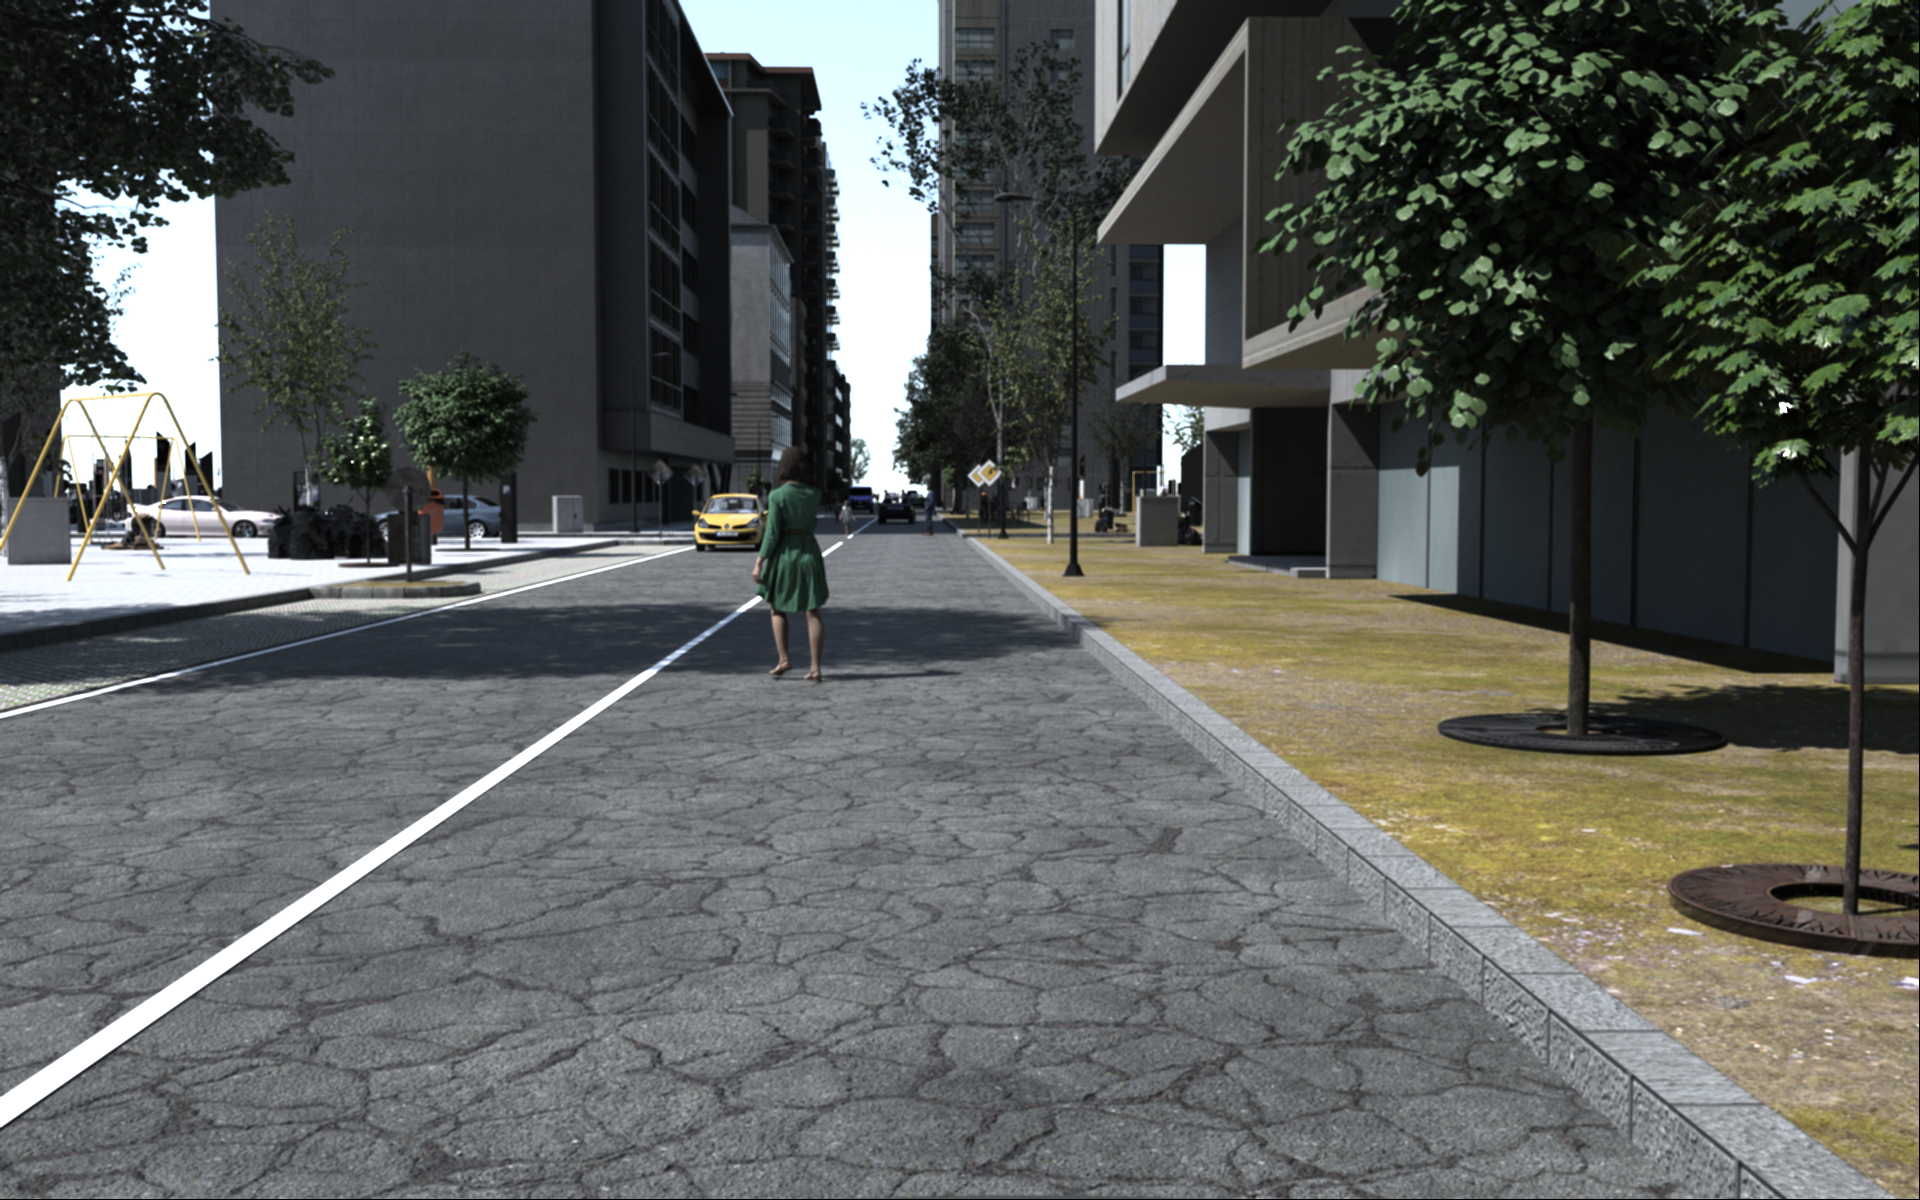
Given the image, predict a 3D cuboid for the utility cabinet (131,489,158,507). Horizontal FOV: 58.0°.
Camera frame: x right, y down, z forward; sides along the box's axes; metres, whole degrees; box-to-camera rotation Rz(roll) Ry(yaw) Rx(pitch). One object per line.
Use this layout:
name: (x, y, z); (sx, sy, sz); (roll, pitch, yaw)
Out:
utility cabinet: (-32.410, -3.699, 69.155); (1.173, 1.500, 0.318); (0, 4, -3)

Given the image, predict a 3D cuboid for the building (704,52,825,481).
building: (-25.234, -31.824, 174.947); (22.147, 44.769, 28.867); (0, 4, -2)

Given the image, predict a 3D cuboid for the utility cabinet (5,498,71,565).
utility cabinet: (-16.829, -1.252, 31.624); (1.020, 1.237, 0.306); (-2, 4, -32)

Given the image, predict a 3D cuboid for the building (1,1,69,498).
building: (-47.051, -16.825, 62.482); (23.554, 28.519, 14.401); (0, 4, -2)

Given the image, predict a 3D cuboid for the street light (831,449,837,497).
street light: (-13.568, -12.643, 179.248); (1.470, 5.913, 1.316); (0, 4, -2)

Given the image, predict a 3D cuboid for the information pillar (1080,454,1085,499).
information pillar: (7.202, -6.764, 101.953); (0.183, 3.616, 0.504); (-2, 4, -24)

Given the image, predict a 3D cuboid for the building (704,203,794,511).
building: (-17.021, -16.576, 120.171); (9.793, 20.994, 18.267); (0, 4, -2)

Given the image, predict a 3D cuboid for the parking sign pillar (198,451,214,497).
parking sign pillar: (-46.753, -7.238, 106.810); (1.447, 3.967, 1.447); (3, 4, 37)

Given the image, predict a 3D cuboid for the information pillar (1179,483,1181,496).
information pillar: (13.997, -6.452, 109.989); (0.304, 2.012, 0.304); (3, 4, 38)

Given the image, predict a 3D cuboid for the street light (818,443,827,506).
street light: (-12.898, -11.254, 156.536); (1.470, 5.913, 1.316); (0, 4, -2)

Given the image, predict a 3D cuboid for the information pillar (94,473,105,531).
information pillar: (-30.062, -3.426, 60.502); (0.304, 2.012, 0.304); (-2, 4, -27)

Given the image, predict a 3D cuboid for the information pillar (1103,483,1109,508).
information pillar: (9.913, -6.894, 117.205); (0.304, 2.012, 0.304); (-3, 5, -44)

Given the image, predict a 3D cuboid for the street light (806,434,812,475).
street light: (-12.288, -9.876, 134.011); (1.470, 5.913, 1.316); (0, 4, -2)

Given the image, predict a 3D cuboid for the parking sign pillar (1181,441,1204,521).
parking sign pillar: (11.360, -5.833, 83.844); (1.447, 3.967, 1.447); (1, 4, 22)

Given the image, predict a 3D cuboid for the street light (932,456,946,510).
street light: (-1.811, -10.287, 140.733); (1.470, 5.913, 1.316); (0, 4, -2)

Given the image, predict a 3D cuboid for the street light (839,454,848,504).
street light: (-14.105, -14.020, 201.775); (1.470, 5.913, 1.316); (0, 4, -2)

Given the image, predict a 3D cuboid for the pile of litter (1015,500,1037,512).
pile of litter: (4.801, -6.819, 125.462); (1.719, 0.858, 1.176); (0, 4, -6)

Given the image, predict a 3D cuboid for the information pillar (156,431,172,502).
information pillar: (-29.491, -4.453, 64.155); (0.183, 3.616, 0.504); (3, 5, 41)

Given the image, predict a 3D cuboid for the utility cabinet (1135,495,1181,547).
utility cabinet: (4.824, -1.912, 42.422); (1.020, 1.237, 0.306); (-1, 4, -17)

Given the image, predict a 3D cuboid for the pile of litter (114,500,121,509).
pile of litter: (-58.416, -6.464, 119.656); (1.176, 0.858, 1.719); (0, 4, -6)

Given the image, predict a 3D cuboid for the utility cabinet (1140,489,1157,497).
utility cabinet: (8.811, -4.418, 80.912); (0.318, 1.500, 1.173); (2, 4, 34)

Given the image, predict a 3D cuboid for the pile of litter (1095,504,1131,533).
pile of litter: (5.183, -2.696, 58.047); (1.719, 0.858, 1.176); (-3, 5, -43)

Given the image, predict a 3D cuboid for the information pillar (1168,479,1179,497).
information pillar: (10.672, -5.057, 87.180); (0.304, 2.012, 0.304); (3, 5, 43)

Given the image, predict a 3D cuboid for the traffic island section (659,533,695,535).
traffic island section: (-8.789, -2.153, 57.475); (2.009, 0.180, 2.903); (0, 4, -2)

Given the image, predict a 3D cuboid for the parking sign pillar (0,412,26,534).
parking sign pillar: (-31.353, -4.172, 56.690); (1.447, 3.967, 1.447); (-1, 4, -8)

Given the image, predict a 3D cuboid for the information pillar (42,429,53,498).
information pillar: (-32.851, -4.343, 62.363); (0.504, 3.616, 0.183); (2, 4, 33)

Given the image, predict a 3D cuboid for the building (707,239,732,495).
building: (-21.334, -14.011, 96.540); (16.820, 18.784, 16.811); (0, 4, -2)

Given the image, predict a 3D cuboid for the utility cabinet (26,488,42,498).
utility cabinet: (-33.849, -3.308, 62.769); (1.173, 1.500, 0.318); (1, 4, 16)

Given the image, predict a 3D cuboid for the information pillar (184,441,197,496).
information pillar: (-33.720, -5.177, 75.997); (0.504, 3.616, 0.183); (0, 4, -7)

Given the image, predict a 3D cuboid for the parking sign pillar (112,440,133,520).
parking sign pillar: (-40.984, -5.911, 85.113); (1.447, 3.967, 1.447); (-2, 4, -33)

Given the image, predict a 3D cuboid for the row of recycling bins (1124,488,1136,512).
row of recycling bins: (12.201, -7.226, 125.252); (1.069, 1.692, 3.534); (0, 4, 2)

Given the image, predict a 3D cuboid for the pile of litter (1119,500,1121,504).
pile of litter: (11.868, -7.207, 131.807); (1.176, 0.858, 1.719); (-2, 4, -24)

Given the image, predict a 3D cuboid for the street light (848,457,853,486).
street light: (-14.476, -14.942, 216.837); (1.470, 5.913, 1.316); (0, 4, -2)

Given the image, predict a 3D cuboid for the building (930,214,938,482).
building: (2.673, -34.900, 254.202); (14.154, 41.232, 14.086); (0, 4, -2)

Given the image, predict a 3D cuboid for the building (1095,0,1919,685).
building: (16.670, -26.594, 24.057); (28.713, 52.752, 27.495); (0, 4, -2)

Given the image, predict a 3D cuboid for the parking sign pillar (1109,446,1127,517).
parking sign pillar: (8.660, -6.647, 97.144); (1.447, 3.967, 1.447); (0, 4, -3)

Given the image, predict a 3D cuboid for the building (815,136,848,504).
building: (-27.308, -37.397, 231.049); (23.786, 49.044, 30.456); (0, 4, -2)

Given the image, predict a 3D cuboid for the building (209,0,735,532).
building: (-18.069, -15.489, 72.309); (14.314, 24.678, 30.058); (0, 4, -2)

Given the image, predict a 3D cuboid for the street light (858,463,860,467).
street light: (-15.720, -17.697, 261.886); (1.470, 5.913, 1.316); (0, 4, -2)

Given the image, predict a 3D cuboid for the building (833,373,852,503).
building: (-30.770, -25.492, 261.826); (27.650, 21.520, 28.899); (0, 4, -2)

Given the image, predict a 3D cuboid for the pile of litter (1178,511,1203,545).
pile of litter: (5.747, -1.824, 43.793); (1.176, 0.858, 1.719); (-2, 4, -29)

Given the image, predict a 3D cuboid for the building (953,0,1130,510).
building: (6.410, -28.151, 143.859); (14.154, 41.232, 14.086); (0, 4, -2)

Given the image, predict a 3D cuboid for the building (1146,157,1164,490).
building: (8.733, -38.110, 165.091); (21.231, 58.520, 28.212); (0, 4, -2)

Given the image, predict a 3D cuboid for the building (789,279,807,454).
building: (-27.695, -18.445, 146.615); (27.650, 21.520, 28.899); (0, 4, -2)

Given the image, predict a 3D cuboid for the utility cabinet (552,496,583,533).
utility cabinet: (-12.932, -2.813, 57.150); (0.306, 1.237, 1.020); (3, 5, 42)

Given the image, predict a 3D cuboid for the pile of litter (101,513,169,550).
pile of litter: (-19.143, -1.601, 40.144); (1.719, 0.858, 1.176); (3, 4, 37)

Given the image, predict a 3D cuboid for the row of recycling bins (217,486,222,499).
row of recycling bins: (-34.281, -4.689, 83.775); (3.534, 1.692, 1.069); (1, 4, 8)

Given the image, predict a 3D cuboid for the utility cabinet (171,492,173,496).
utility cabinet: (-49.991, -6.107, 108.523); (1.173, 1.500, 0.318); (-3, 4, -36)

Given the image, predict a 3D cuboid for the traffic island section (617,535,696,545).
traffic island section: (-8.573, -1.664, 49.492); (2.009, 0.180, 2.903); (0, 4, -2)

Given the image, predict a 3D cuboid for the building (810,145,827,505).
building: (-22.698, -31.419, 197.292); (14.154, 41.232, 14.086); (0, 4, -2)
